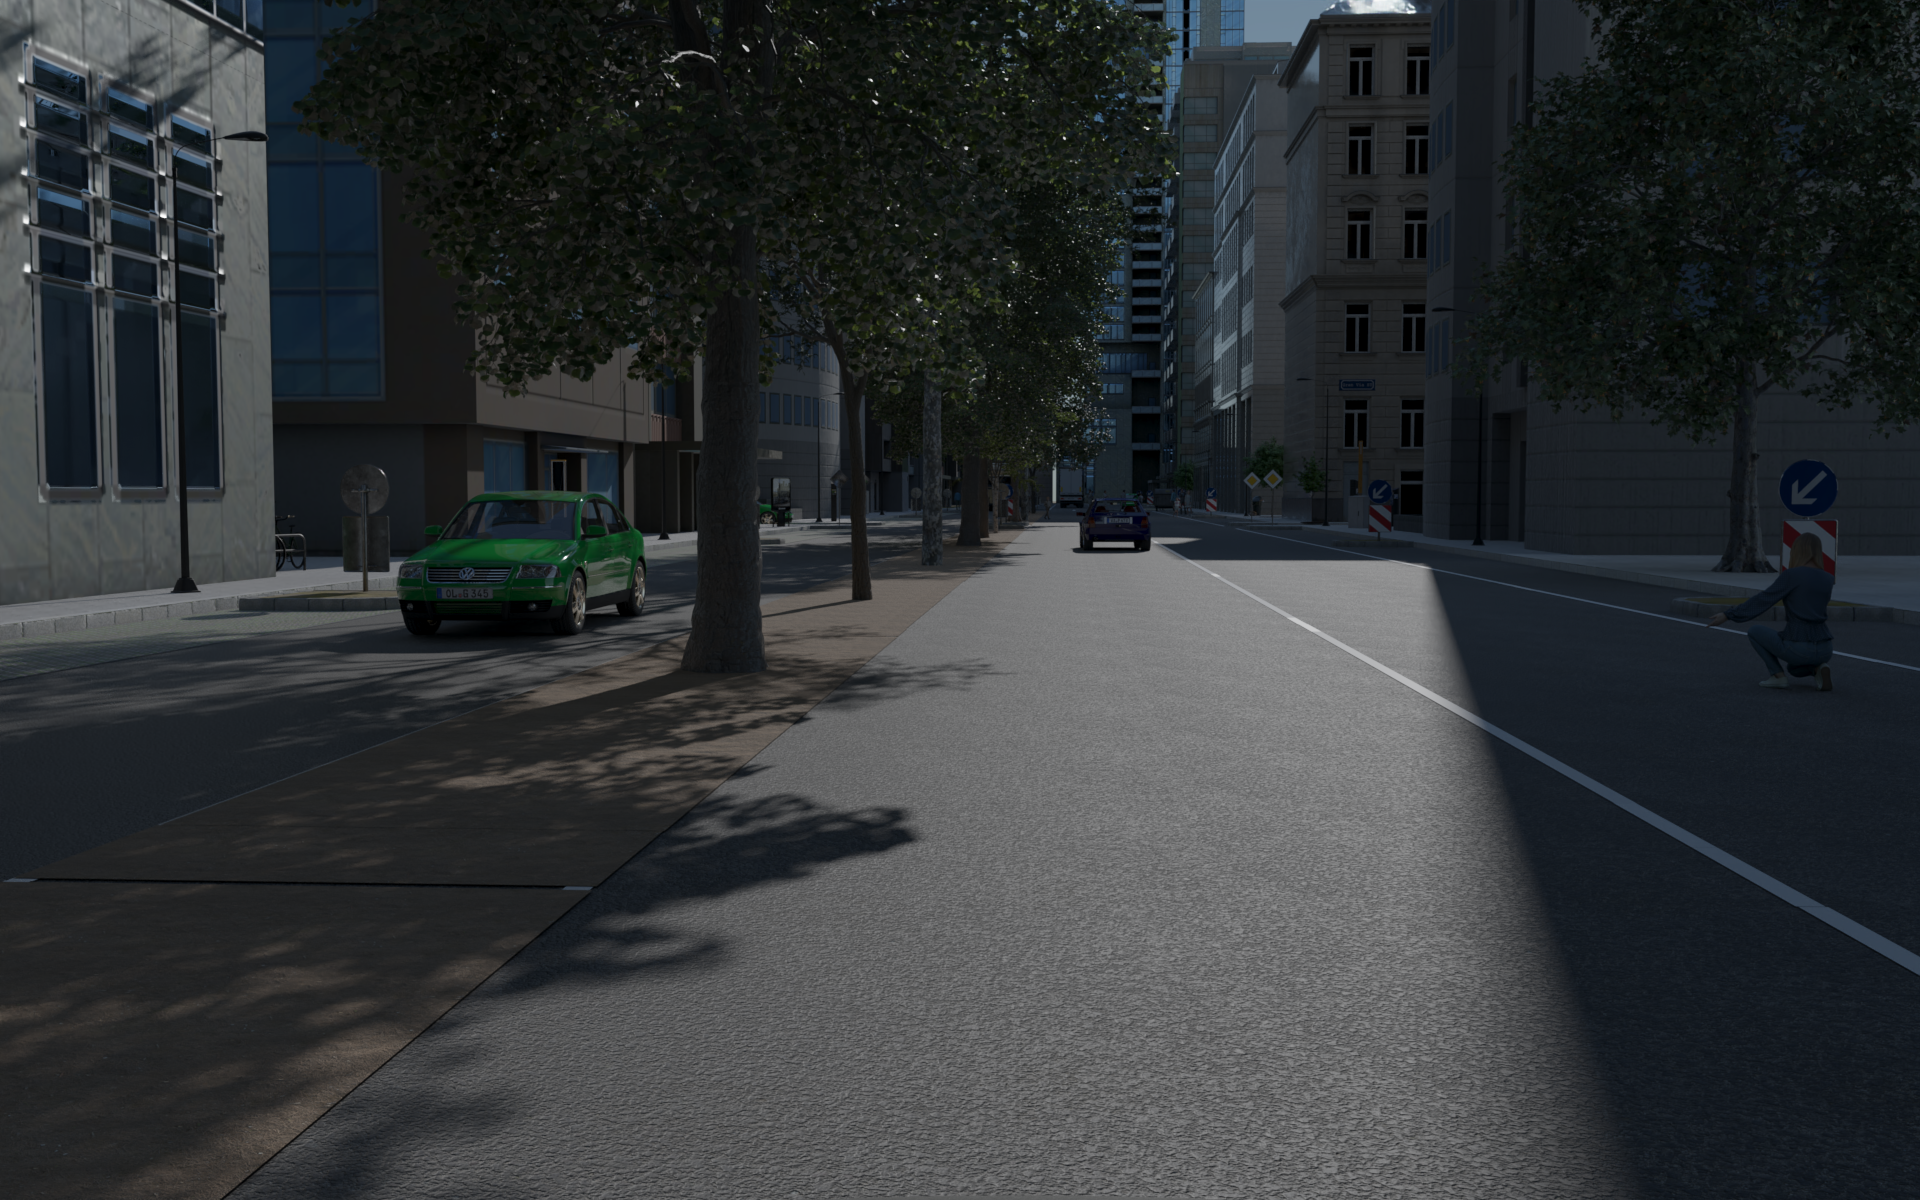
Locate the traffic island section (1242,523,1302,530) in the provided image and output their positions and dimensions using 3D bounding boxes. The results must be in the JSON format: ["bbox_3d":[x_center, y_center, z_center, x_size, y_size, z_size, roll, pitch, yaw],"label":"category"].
[{"bbox_3d":[12.706,-2.940,70.342,2.009,0.180,2.903,0,4,4],"label":"traffic island section"}]

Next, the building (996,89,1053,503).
[{"bbox_3d":[-0.667,-43.169,247.819,28.212,58.520,21.231,0,4,4],"label":"building"}]

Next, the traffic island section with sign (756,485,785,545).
[{"bbox_3d":[-6.057,-2.499,49.486,1.989,1.847,2.006,0,4,4],"label":"traffic island section with sign"}]

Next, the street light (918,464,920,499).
[{"bbox_3d":[-2.582,-9.735,131.708,1.470,5.913,1.316,0,4,4],"label":"street light"}]

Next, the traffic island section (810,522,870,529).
[{"bbox_3d":[-5.000,-3.008,71.456,2.009,0.180,2.903,0,4,4],"label":"traffic island section"}]

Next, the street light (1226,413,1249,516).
[{"bbox_3d":[15.975,-7.778,99.717,1.470,5.913,1.316,0,4,4],"label":"street light"}]

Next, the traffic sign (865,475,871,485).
[{"bbox_3d":[-4.476,-4.631,79.362,0.795,2.450,0.064,0,4,4],"label":"traffic sign"}]

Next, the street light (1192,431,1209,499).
[{"bbox_3d":[17.682,-9.444,126.958,1.470,5.913,1.316,0,4,4],"label":"street light"}]

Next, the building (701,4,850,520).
[{"bbox_3d":[-17.225,-33.654,92.237,21.231,58.520,28.212,0,4,4],"label":"building"}]

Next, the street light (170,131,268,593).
[{"bbox_3d":[-9.550,-3.046,22.351,1.470,5.913,1.316,0,4,4],"label":"street light"}]

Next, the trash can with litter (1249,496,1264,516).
[{"bbox_3d":[17.423,-5.531,101.823,0.624,1.170,1.055,2,4,30],"label":"trash can with litter"}]

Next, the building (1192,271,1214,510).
[{"bbox_3d":[24.718,-18.003,143.500,9.793,20.994,18.267,0,4,4],"label":"building"}]

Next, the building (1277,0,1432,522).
[{"bbox_3d":[28.508,-17.476,82.989,25.104,27.353,12.463,0,4,4],"label":"building"}]

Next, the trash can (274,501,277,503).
[{"bbox_3d":[-13.924,-1.386,34.311,0.748,1.137,0.748,0,3,0],"label":"trash can"}]

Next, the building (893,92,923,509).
[{"bbox_3d":[-10.120,-28.134,143.581,14.154,41.232,14.086,0,4,4],"label":"building"}]

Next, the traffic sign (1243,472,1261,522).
[{"bbox_3d":[13.183,-4.562,78.236,0.795,2.450,0.064,0,4,4],"label":"traffic sign"}]

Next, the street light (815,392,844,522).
[{"bbox_3d":[-5.930,-6.528,79.271,1.470,5.913,1.316,0,4,4],"label":"street light"}]

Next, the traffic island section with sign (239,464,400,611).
[{"bbox_3d":[-7.769,-0.820,22.039,1.989,1.847,2.006,0,4,4],"label":"traffic island section with sign"}]

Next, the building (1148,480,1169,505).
[{"bbox_3d":[39.953,-32.039,215.726,32.217,40.220,23.993,0,4,4],"label":"building"}]

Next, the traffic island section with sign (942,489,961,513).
[{"bbox_3d":[-0.910,-7.504,131.324,1.989,1.847,2.006,0,4,4],"label":"traffic island section with sign"}]

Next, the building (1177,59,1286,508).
[{"bbox_3d":[28.027,-29.559,166.889,14.154,41.232,14.086,0,4,4],"label":"building"}]

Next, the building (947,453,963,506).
[{"bbox_3d":[-6.337,-25.637,190.859,14.160,30.474,14.107,0,4,4],"label":"building"}]

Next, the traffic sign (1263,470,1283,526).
[{"bbox_3d":[12.682,-4.075,70.267,0.795,2.450,0.064,0,4,4],"label":"traffic sign"}]

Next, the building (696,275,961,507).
[{"bbox_3d":[-11.437,-31.456,168.929,22.147,44.769,28.867,0,4,4],"label":"building"}]

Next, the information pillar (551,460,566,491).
[{"bbox_3d":[-8.641,-2.008,37.325,0.304,2.012,0.304,-1,4,-9],"label":"information pillar"}]

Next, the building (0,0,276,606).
[{"bbox_3d":[-20.692,-42.606,9.285,22.319,86.520,31.000,0,4,4],"label":"building"}]

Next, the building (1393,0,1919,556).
[{"bbox_3d":[24.247,-30.941,47.885,21.231,58.520,28.212,0,4,4],"label":"building"}]

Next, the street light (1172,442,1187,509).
[{"bbox_3d":[19.413,-11.044,153.104,1.470,5.913,1.316,0,4,4],"label":"street light"}]

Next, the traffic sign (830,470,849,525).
[{"bbox_3d":[-4.976,-4.144,71.393,0.795,2.450,0.064,0,4,4],"label":"traffic sign"}]

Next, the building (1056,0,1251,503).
[{"bbox_3d":[29.404,-57.128,246.716,31.000,86.520,22.319,0,4,4],"label":"building"}]

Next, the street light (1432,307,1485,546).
[{"bbox_3d":[12.398,-4.315,43.092,1.470,5.913,1.316,0,4,4],"label":"street light"}]

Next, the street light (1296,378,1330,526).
[{"bbox_3d":[14.104,-5.909,69.147,1.470,5.913,1.316,0,4,4],"label":"street light"}]

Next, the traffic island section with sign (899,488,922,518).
[{"bbox_3d":[-2.606,-5.859,104.422,1.989,1.847,2.006,0,4,4],"label":"traffic island section with sign"}]

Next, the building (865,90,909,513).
[{"bbox_3d":[-11.280,-21.418,121.883,14.160,30.474,14.107,0,4,4],"label":"building"}]

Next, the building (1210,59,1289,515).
[{"bbox_3d":[24.108,-20.902,119.233,11.434,29.767,29.804,0,4,4],"label":"building"}]

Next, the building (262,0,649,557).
[{"bbox_3d":[-16.088,-23.899,40.857,14.600,45.320,14.200,0,4,4],"label":"building"}]

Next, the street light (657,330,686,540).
[{"bbox_3d":[-7.763,-4.640,48.402,1.470,5.913,1.316,0,4,4],"label":"street light"}]

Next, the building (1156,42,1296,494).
[{"bbox_3d":[33.890,-34.798,188.557,23.786,49.044,30.456,0,4,4],"label":"building"}]

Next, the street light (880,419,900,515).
[{"bbox_3d":[-4.218,-8.136,105.567,1.470,5.913,1.316,0,4,4],"label":"street light"}]

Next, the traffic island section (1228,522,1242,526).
[{"bbox_3d":[13.207,-3.427,78.312,2.009,0.180,2.903,0,4,4],"label":"traffic island section"}]

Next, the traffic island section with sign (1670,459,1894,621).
[{"bbox_3d":[9.584,-0.725,20.478,1.989,1.847,2.006,0,4,4],"label":"traffic island section with sign"}]

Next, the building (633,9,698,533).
[{"bbox_3d":[-22.311,-24.763,59.504,28.867,44.769,22.147,0,4,4],"label":"building"}]

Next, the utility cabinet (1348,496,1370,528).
[{"bbox_3d":[14.969,-3.294,65.021,0.306,1.237,1.020,-1,4,-21],"label":"utility cabinet"}]

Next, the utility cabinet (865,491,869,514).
[{"bbox_3d":[-6.278,-6.104,108.475,1.173,1.500,0.318,2,4,27],"label":"utility cabinet"}]

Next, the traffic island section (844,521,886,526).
[{"bbox_3d":[-4.500,-3.495,79.425,2.009,0.180,2.903,0,4,4],"label":"traffic island section"}]
